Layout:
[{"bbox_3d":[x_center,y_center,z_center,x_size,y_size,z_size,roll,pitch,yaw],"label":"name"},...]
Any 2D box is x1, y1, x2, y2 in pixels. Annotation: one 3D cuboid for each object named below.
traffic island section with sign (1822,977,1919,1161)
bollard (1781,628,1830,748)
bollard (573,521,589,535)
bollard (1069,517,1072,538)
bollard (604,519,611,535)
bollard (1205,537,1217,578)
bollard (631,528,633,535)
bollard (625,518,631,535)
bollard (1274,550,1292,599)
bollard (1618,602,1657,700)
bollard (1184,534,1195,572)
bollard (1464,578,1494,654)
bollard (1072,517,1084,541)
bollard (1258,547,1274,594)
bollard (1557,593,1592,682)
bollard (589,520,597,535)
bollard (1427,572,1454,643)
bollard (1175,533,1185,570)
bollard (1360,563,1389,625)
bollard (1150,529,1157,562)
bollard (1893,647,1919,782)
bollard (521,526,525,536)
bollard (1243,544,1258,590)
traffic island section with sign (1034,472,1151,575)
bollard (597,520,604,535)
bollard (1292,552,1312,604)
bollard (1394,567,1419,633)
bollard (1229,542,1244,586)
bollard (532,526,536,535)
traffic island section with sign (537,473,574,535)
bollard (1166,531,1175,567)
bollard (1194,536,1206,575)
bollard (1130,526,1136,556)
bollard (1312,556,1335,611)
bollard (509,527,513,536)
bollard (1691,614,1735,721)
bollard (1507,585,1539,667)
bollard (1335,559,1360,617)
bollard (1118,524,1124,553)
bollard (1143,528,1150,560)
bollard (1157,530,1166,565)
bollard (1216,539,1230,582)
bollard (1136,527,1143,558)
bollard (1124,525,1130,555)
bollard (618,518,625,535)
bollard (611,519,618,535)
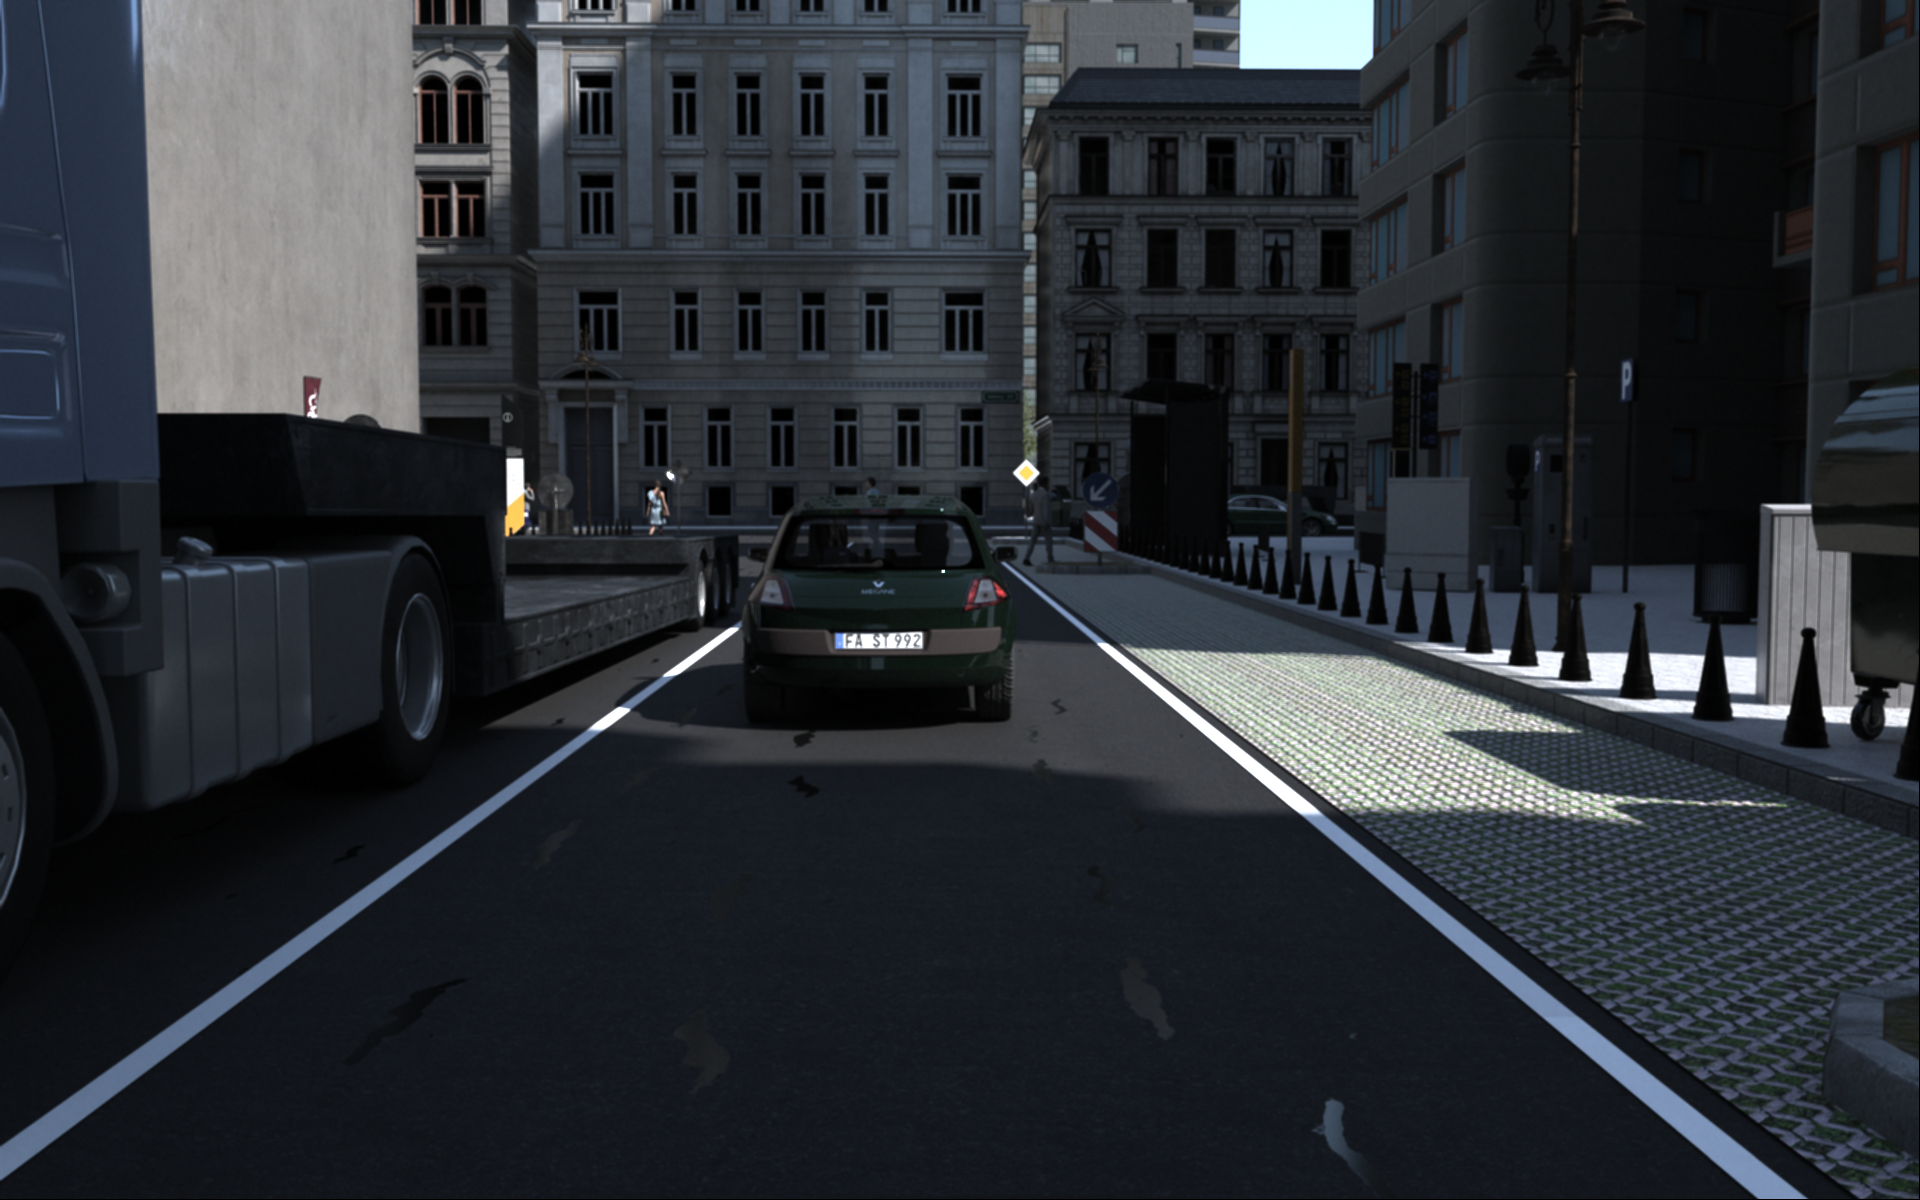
[{"bbox_3d":[3.041,0.305,3.637,1.989,1.847,2.006,0,4,-1],"label":"traffic island section with sign"},{"bbox_3d":[4.316,0.441,8.826,0.229,0.601,0.229,0,3,0],"label":"bollard"},{"bbox_3d":[-9.341,-1.626,42.626,0.229,0.601,0.229,0,3,0],"label":"bollard"},{"bbox_3d":[3.343,-2.084,50.108,0.229,0.601,0.229,0,3,0],"label":"bollard"},{"bbox_3d":[-9.415,-1.815,45.721,0.229,0.601,0.229,0,3,0],"label":"bollard"},{"bbox_3d":[3.905,-0.634,26.405,0.229,0.601,0.229,0,3,0],"label":"bollard"},{"bbox_3d":[-9.511,-2.068,49.850,0.229,0.601,0.229,0,3,0],"label":"bollard"},{"bbox_3d":[-9.485,-2.004,48.815,0.229,0.601,0.229,0,3,0],"label":"bollard"},{"bbox_3d":[4.023,-0.318,21.237,0.229,0.601,0.229,0,3,0],"label":"bollard"},{"bbox_3d":[4.270,0.315,10.893,0.229,0.601,0.229,0,3,0],"label":"bollard"},{"bbox_3d":[3.852,-0.760,28.468,0.229,0.601,0.229,0,3,0],"label":"bollard"},{"bbox_3d":[4.196,0.126,13.990,0.229,0.601,0.229,0,3,0],"label":"bollard"},{"bbox_3d":[3.367,-2.021,49.081,0.229,0.601,0.229,0,3,0],"label":"bollard"},{"bbox_3d":[4.000,-0.381,22.264,0.229,0.601,0.229,0,3,0],"label":"bollard"},{"bbox_3d":[4.242,0.251,11.930,0.229,0.601,0.229,0,3,0],"label":"bollard"},{"bbox_3d":[-9.365,-1.689,43.652,0.229,0.601,0.229,0,3,0],"label":"bollard"},{"bbox_3d":[4.174,0.062,15.034,0.229,0.601,0.229,0,3,0],"label":"bollard"},{"bbox_3d":[3.829,-0.823,29.494,0.229,0.601,0.229,0,3,0],"label":"bollard"},{"bbox_3d":[4.123,-0.065,17.103,0.229,0.601,0.229,0,3,0],"label":"bollard"},{"bbox_3d":[3.757,-1.013,32.600,0.229,0.601,0.229,0,3,0],"label":"bollard"},{"bbox_3d":[4.342,0.504,7.799,0.229,0.601,0.229,0,3,0],"label":"bollard"},{"bbox_3d":[-9.195,-1.246,36.421,0.229,0.601,0.229,0,3,0],"label":"bollard"},{"bbox_3d":[3.977,-0.444,23.299,0.229,0.601,0.229,0,3,0],"label":"bollard"},{"bbox_3d":[2.375,-1.403,31.567,1.989,1.847,2.006,0,4,-1],"label":"traffic island section with sign"},{"bbox_3d":[-9.389,-1.752,44.690,0.229,0.601,0.229,0,3,0],"label":"bollard"},{"bbox_3d":[4.049,-0.255,20.211,0.229,0.601,0.229,0,3,0],"label":"bollard"},{"bbox_3d":[4.147,-0.001,16.060,0.229,0.601,0.229,0,3,0],"label":"bollard"},{"bbox_3d":[3.950,-0.508,24.340,0.229,0.601,0.229,0,3,0],"label":"bollard"},{"bbox_3d":[-9.221,-1.310,37.461,0.229,0.601,0.229,0,3,0],"label":"bollard"},{"bbox_3d":[-7.335,-1.381,31.213,1.989,1.847,2.006,0,4,-1],"label":"traffic island section with sign"},{"bbox_3d":[3.802,-0.886,30.520,0.229,0.601,0.229,0,3,0],"label":"bollard"},{"bbox_3d":[3.878,-0.697,27.431,0.229,0.601,0.229,0,3,0],"label":"bollard"},{"bbox_3d":[3.683,-1.201,35.679,0.229,0.601,0.229,0,3,0],"label":"bollard"},{"bbox_3d":[4.071,-0.191,19.170,0.229,0.601,0.229,0,3,0],"label":"bollard"},{"bbox_3d":[-9.173,-1.183,35.387,0.229,0.601,0.229,0,3,0],"label":"bollard"},{"bbox_3d":[4.296,0.378,9.867,0.229,0.601,0.229,0,3,0],"label":"bollard"},{"bbox_3d":[4.220,0.188,12.961,0.229,0.601,0.229,0,3,0],"label":"bollard"},{"bbox_3d":[4.097,-0.129,18.144,0.229,0.601,0.229,0,3,0],"label":"bollard"},{"bbox_3d":[3.631,-1.327,37.744,0.229,0.601,0.229,0,3,0],"label":"bollard"},{"bbox_3d":[3.734,-1.076,33.627,0.229,0.601,0.229,0,3,0],"label":"bollard"},{"bbox_3d":[3.777,-0.950,31.570,0.229,0.601,0.229,0,3,0],"label":"bollard"},{"bbox_3d":[3.925,-0.571,25.378,0.229,0.601,0.229,0,3,0],"label":"bollard"},{"bbox_3d":[3.705,-1.138,34.653,0.229,0.601,0.229,0,3,0],"label":"bollard"},{"bbox_3d":[3.658,-1.264,36.716,0.229,0.601,0.229,0,3,0],"label":"bollard"},{"bbox_3d":[-9.460,-1.942,47.787,0.229,0.601,0.229,0,3,0],"label":"bollard"},{"bbox_3d":[-9.440,-1.879,46.760,0.229,0.601,0.229,0,3,0],"label":"bollard"}]
